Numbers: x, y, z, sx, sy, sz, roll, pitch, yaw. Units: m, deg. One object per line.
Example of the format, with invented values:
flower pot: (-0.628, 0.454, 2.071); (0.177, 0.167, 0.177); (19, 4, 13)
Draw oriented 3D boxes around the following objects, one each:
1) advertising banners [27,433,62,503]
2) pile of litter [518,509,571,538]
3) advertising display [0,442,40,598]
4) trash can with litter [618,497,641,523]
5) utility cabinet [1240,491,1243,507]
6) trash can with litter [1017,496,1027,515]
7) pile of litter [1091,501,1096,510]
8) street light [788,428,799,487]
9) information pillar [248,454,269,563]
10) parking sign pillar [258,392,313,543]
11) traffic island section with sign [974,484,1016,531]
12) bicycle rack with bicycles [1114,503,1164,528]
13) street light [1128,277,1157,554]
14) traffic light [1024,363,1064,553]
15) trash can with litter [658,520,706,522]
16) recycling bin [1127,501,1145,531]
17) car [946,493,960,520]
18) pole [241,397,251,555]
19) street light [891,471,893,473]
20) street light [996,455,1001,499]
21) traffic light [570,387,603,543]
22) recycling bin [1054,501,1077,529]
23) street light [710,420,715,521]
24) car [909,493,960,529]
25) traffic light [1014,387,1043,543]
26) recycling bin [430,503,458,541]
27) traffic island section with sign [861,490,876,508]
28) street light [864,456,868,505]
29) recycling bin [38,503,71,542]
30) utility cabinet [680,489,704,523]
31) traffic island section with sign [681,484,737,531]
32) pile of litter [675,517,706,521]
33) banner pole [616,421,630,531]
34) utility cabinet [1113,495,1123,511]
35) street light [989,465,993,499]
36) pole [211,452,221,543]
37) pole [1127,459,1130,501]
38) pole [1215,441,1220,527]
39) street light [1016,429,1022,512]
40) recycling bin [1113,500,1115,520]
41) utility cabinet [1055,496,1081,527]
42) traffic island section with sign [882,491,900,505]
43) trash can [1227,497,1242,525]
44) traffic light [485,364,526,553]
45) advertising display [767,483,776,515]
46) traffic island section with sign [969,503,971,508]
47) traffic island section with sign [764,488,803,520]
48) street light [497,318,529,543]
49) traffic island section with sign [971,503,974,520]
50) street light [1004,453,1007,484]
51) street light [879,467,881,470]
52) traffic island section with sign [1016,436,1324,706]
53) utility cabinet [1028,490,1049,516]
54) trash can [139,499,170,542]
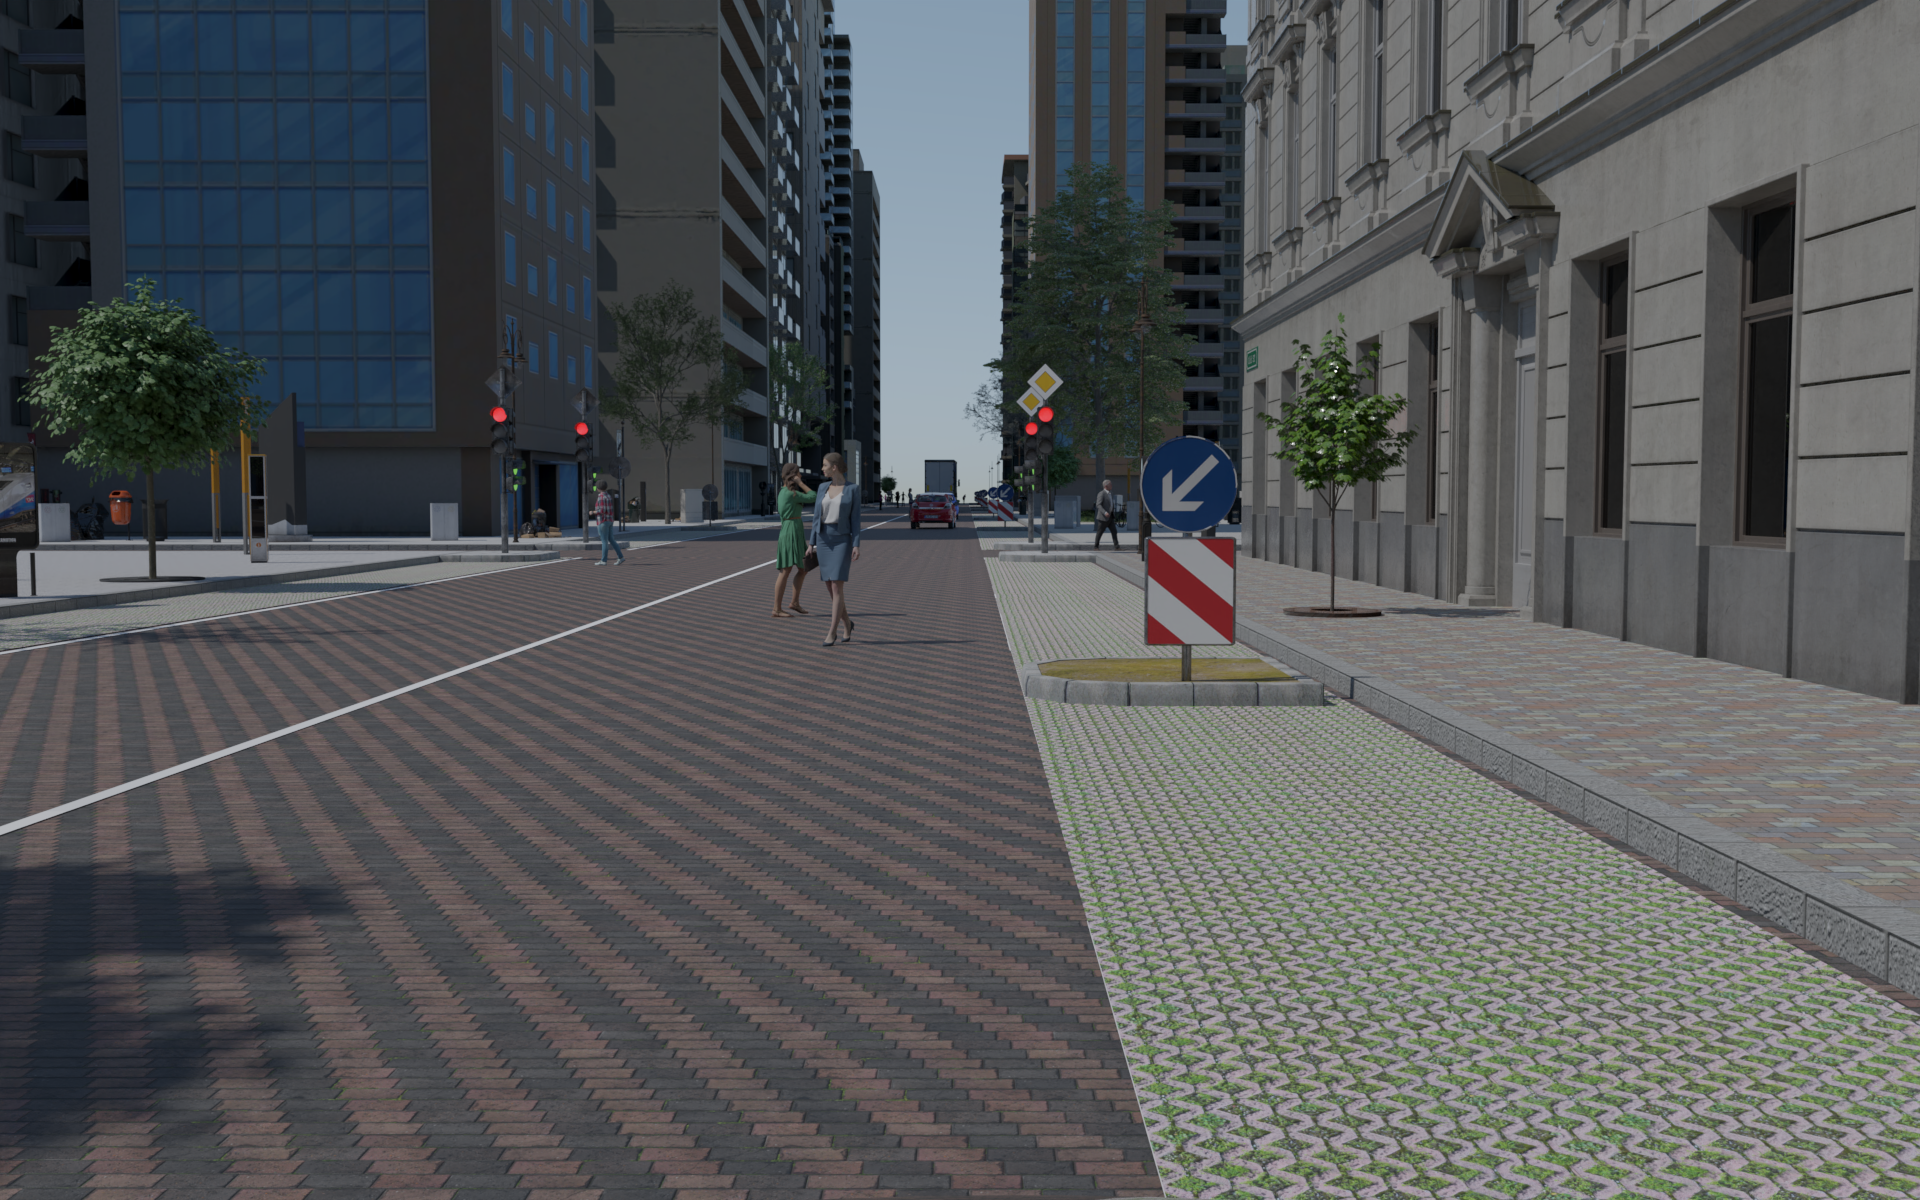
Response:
advertising banners: (-26.585, -3.311, 50.320); (0.090, 3.025, 2.074); (0, 4, -4)
pile of litter: (-12.197, -2.251, 50.762); (1.719, 0.858, 1.176); (-2, 4, -23)
advertising display: (-11.875, -0.990, 21.399); (0.123, 1.923, 0.974); (2, 4, 29)
trash can with litter: (-14.630, -3.989, 76.601); (1.055, 1.170, 0.624); (2, 4, 24)
utility cabinet: (19.510, -6.732, 118.747); (0.318, 1.500, 1.173); (2, 4, 31)
trash can with litter: (3.812, -5.811, 106.391); (0.624, 1.170, 1.055); (0, 4, 2)
pile of litter: (8.996, -5.926, 110.848); (1.176, 0.858, 1.719); (3, 4, 37)
street light: (-11.615, -8.962, 119.323); (0.468, 5.910, 1.993); (0, 4, 0)
information pillar: (-13.068, -1.698, 32.262); (0.304, 2.012, 0.304); (-1, 4, -17)
parking sign pillar: (-18.168, -3.546, 46.447); (1.447, 3.967, 1.447); (2, 4, 27)
traffic island section with sign: (1.630, -3.577, 67.119); (1.989, 1.847, 2.006); (0, 4, 0)
bicycle rack with bicycles: (6.730, -3.225, 66.106); (2.852, 0.926, 2.925); (3, 5, 45)
street light: (3.884, -3.926, 36.980); (0.468, 5.910, 1.993); (0, 4, 0)
traffic light: (1.818, -2.965, 37.405); (0.839, 4.253, 0.868); (0, 4, 0)
trash can with litter: (-12.775, -4.207, 79.847); (2.233, 1.210, 1.678); (1, 4, 10)
recycling bin: (6.282, -2.976, 61.210); (0.722, 1.027, 0.722); (1, 4, 10)
car: (-0.952, -5.438, 98.508); (1.945, 1.707, 3.694); (0, 4, -2)
pole: (-15.067, -2.614, 36.585); (0.158, 3.312, 0.155); (0, 3, 0)
street light: (-10.990, -18.783, 279.885); (0.468, 5.910, 1.993); (0, 4, 0)
street light: (4.462, -14.239, 205.590); (0.468, 5.910, 1.993); (0, 4, 0)
traffic light: (-9.816, -3.455, 45.414); (0.839, 4.253, 0.868); (0, 4, 0)
recycling bin: (3.935, -3.185, 64.625); (0.722, 1.027, 0.722); (1, 4, 14)
street light: (-11.780, -6.710, 82.494); (0.468, 5.910, 1.993); (0, 4, 0)
car: (-1.099, -3.897, 72.754); (2.155, 1.783, 4.494); (0, 4, 2)
traffic light: (1.846, -3.454, 45.390); (0.839, 4.253, 0.868); (0, 4, 0)
recycling bin: (-14.235, -2.156, 47.804); (0.722, 1.027, 0.722); (-1, 4, -17)
traffic island section with sign: (-9.409, -10.001, 172.151); (1.989, 1.847, 2.006); (0, 4, 0)
street light: (-11.173, -14.266, 206.038); (0.468, 5.910, 1.993); (0, 4, 0)
recycling bin: (-24.337, -2.073, 46.440); (0.722, 1.027, 0.722); (-3, 5, -40)
utility cabinet: (-11.749, -4.115, 75.961); (0.318, 1.500, 1.173); (2, 4, 34)
traffic island section with sign: (-9.782, -3.617, 67.771); (1.989, 1.847, 2.006); (0, 4, 0)
pile of litter: (-13.071, -4.278, 83.905); (1.176, 0.858, 1.719); (-3, 5, -39)
banner pole: (-11.583, -4.231, 59.201); (0.401, 3.779, 0.863); (1, 4, 9)
utility cabinet: (10.530, -6.381, 115.494); (0.306, 1.237, 1.020); (2, 4, 27)
street light: (4.762, -18.749, 279.327); (0.468, 5.910, 1.993); (0, 4, 0)
pole: (-19.605, -3.166, 45.603); (0.158, 3.312, 0.155); (0, 3, 0)
pole: (9.929, -6.606, 101.844); (0.158, 3.312, 0.155); (0, 3, 0)
pole: (9.975, -4.488, 67.227); (0.158, 3.312, 0.155); (0, 3, 0)
street light: (4.221, -9.184, 122.951); (0.468, 5.910, 1.993); (0, 4, 0)
recycling bin: (6.306, -3.809, 74.826); (0.722, 1.027, 0.722); (0, 4, 7)
utility cabinet: (4.238, -3.480, 68.062); (1.020, 1.237, 0.306); (2, 4, 34)
traffic island section with sign: (-9.229, -13.364, 227.133); (1.989, 1.847, 2.006); (0, 4, 0)
trash can: (11.572, -3.749, 72.945); (0.748, 1.137, 0.748); (0, 3, 0)
traffic light: (-9.843, -2.967, 37.429); (0.839, 4.253, 0.868); (0, 4, 0)
advertising display: (-11.410, -6.096, 104.889); (0.123, 1.923, 0.974); (-2, 4, -33)
traffic island section with sign: (1.905, -8.375, 145.560); (1.989, 1.847, 2.006); (0, 4, 0)
traffic island section with sign: (-9.686, -5.308, 95.409); (1.989, 1.847, 2.006); (0, 4, 0)
street light: (-11.756, -4.457, 45.665); (0.468, 5.910, 1.993); (0, 4, 0)
traffic island section with sign: (1.729, -5.265, 94.710); (1.989, 1.847, 2.006); (0, 4, 0)
street light: (4.238, -11.437, 159.780); (0.468, 5.910, 1.993); (0, 4, 0)
street light: (-11.219, -16.519, 242.868); (0.468, 5.910, 1.993); (0, 4, 0)
traffic island section with sign: (1.454, -0.240, 12.555); (1.989, 1.847, 2.006); (0, 4, 0)
utility cabinet: (4.518, -5.581, 99.932); (1.173, 1.500, 0.318); (1, 4, 18)
trash can: (-21.802, -2.156, 46.905); (0.748, 1.137, 0.748); (0, 3, 0)
